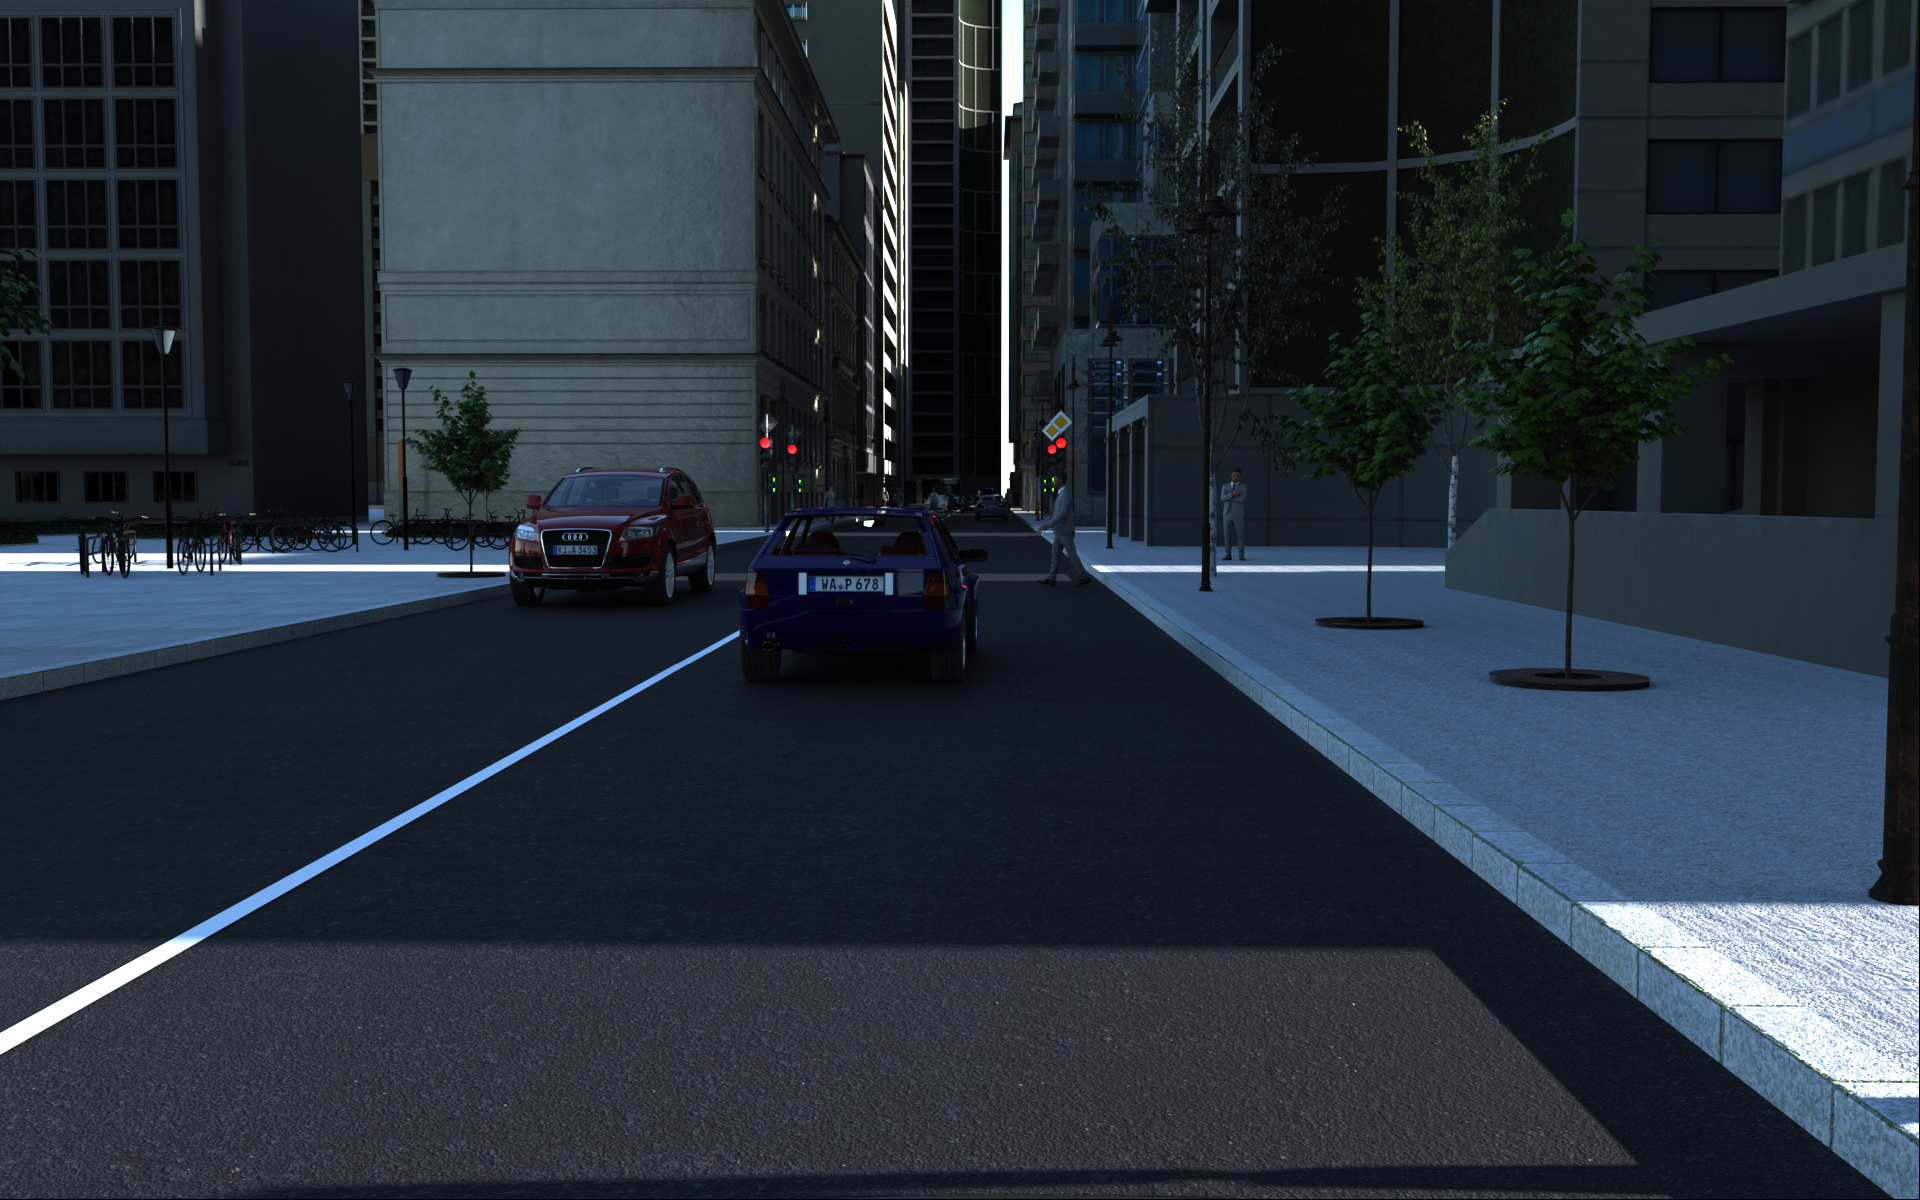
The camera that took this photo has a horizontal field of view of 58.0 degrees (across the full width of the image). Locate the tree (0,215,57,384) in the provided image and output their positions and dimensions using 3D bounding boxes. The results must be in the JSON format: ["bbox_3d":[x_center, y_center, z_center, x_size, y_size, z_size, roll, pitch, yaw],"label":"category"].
[{"bbox_3d":[-8.613,-1.784,12.883,4.285,4.588,4.351,0,3,0],"label":"tree"}]

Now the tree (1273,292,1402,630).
[{"bbox_3d":[3.858,-1.360,16.833,1.663,3.219,1.824,0,3,0],"label":"tree"}]

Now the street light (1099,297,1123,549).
[{"bbox_3d":[3.531,-4.152,40.672,0.468,5.910,1.993,0,4,1],"label":"street light"}]

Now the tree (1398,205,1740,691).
[{"bbox_3d":[4.111,-1.052,11.799,1.663,3.219,1.824,0,3,0],"label":"tree"}]

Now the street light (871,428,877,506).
[{"bbox_3d":[-5.902,-8.939,118.938,0.468,5.910,1.993,0,4,1],"label":"street light"}]

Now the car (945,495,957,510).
[{"bbox_3d":[-1.222,-9.020,160.050,1.945,1.354,3.894,0,4,3],"label":"car"}]

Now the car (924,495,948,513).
[{"bbox_3d":[-1.790,-7.567,136.077,2.083,1.381,4.827,0,4,3],"label":"car"}]

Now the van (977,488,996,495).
[{"bbox_3d":[2.777,-11.393,190.656,2.240,2.365,5.245,0,4,3],"label":"van"}]

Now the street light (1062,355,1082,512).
[{"bbox_3d":[3.777,-5.200,57.803,0.468,5.910,1.993,0,4,1],"label":"street light"}]

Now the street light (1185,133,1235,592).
[{"bbox_3d":[3.246,-3.053,22.702,0.468,5.910,1.993,0,4,1],"label":"street light"}]

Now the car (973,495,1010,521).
[{"bbox_3d":[1.688,-4.980,93.423,2.014,1.417,4.499,0,3,0],"label":"car"}]

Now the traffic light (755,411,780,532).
[{"bbox_3d":[-6.498,-4.244,58.316,0.839,4.253,0.868,0,4,1],"label":"traffic light"}]

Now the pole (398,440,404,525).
[{"bbox_3d":[-21.165,-4.389,65.606,0.158,3.312,0.155,0,3,0],"label":"pole"}]

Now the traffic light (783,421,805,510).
[{"bbox_3d":[-6.369,-4.733,66.300,0.839,4.253,0.868,0,4,1],"label":"traffic light"}]

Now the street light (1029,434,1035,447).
[{"bbox_3d":[4.683,-8.164,106.267,0.468,5.910,1.993,0,4,1],"label":"street light"}]

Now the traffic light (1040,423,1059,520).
[{"bbox_3d":[3.491,-4.724,66.158,0.839,4.253,0.868,0,4,1],"label":"traffic light"}]

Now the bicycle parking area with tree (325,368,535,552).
[{"bbox_3d":[-14.199,-3.345,41.695,9.016,4.147,8.231,-1,4,-18],"label":"bicycle parking area with tree"}]

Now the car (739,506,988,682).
[{"bbox_3d":[-0.749,-0.123,14.599,1.945,1.354,3.894,0,4,3],"label":"car"}]

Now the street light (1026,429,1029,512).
[{"bbox_3d":[4.887,-9.237,123.805,0.468,5.910,1.993,0,4,1],"label":"street light"}]

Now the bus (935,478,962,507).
[{"bbox_3d":[-1.200,-12.228,194.791,2.948,3.499,13.247,0,4,0],"label":"bus"}]

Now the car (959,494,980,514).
[{"bbox_3d":[0.907,-7.213,127.720,2.009,1.686,4.222,0,4,1],"label":"car"}]

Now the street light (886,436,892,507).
[{"bbox_3d":[-5.613,-10.014,136.521,0.468,5.910,1.993,0,4,1],"label":"street light"}]

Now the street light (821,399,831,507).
[{"bbox_3d":[-6.513,-6.837,84.570,0.468,5.910,1.993,0,4,1],"label":"street light"}]

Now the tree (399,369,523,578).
[{"bbox_3d":[-7.493,-1.970,26.812,1.663,3.219,1.824,0,3,0],"label":"tree"}]

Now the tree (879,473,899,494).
[{"bbox_3d":[-5.750,-8.973,141.314,1.663,3.219,1.824,0,3,0],"label":"tree"}]

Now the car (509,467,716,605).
[{"bbox_3d":[-4.695,-0.937,23.992,2.281,1.827,5.304,0,4,1],"label":"car"}]

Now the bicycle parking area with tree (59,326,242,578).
[{"bbox_3d":[-16.055,-2.552,28.734,8.231,4.147,9.016,0,4,-6],"label":"bicycle parking area with tree"}]

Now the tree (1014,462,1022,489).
[{"bbox_3d":[6.009,-9.878,145.212,4.285,4.588,4.351,0,3,0],"label":"tree"}]

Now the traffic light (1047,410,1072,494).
[{"bbox_3d":[3.363,-4.236,58.174,0.839,4.253,0.868,0,4,1],"label":"traffic light"}]

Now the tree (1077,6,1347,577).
[{"bbox_3d":[3.877,-4.654,26.456,4.360,8.622,3.978,0,3,0],"label":"tree"}]

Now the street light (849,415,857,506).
[{"bbox_3d":[-6.243,-7.891,101.808,0.468,5.910,1.993,0,4,1],"label":"street light"}]

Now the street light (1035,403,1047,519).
[{"bbox_3d":[4.185,-7.048,88.019,0.468,5.910,1.993,0,4,1],"label":"street light"}]

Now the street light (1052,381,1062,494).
[{"bbox_3d":[4.002,-5.990,70.731,0.468,5.910,1.993,0,4,1],"label":"street light"}]

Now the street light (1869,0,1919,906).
[{"bbox_3d":[2.978,-1.989,5.306,0.468,5.910,1.993,0,4,1],"label":"street light"}]

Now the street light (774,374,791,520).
[{"bbox_3d":[-6.833,-5.754,66.863,0.468,5.910,1.993,0,4,1],"label":"street light"}]
